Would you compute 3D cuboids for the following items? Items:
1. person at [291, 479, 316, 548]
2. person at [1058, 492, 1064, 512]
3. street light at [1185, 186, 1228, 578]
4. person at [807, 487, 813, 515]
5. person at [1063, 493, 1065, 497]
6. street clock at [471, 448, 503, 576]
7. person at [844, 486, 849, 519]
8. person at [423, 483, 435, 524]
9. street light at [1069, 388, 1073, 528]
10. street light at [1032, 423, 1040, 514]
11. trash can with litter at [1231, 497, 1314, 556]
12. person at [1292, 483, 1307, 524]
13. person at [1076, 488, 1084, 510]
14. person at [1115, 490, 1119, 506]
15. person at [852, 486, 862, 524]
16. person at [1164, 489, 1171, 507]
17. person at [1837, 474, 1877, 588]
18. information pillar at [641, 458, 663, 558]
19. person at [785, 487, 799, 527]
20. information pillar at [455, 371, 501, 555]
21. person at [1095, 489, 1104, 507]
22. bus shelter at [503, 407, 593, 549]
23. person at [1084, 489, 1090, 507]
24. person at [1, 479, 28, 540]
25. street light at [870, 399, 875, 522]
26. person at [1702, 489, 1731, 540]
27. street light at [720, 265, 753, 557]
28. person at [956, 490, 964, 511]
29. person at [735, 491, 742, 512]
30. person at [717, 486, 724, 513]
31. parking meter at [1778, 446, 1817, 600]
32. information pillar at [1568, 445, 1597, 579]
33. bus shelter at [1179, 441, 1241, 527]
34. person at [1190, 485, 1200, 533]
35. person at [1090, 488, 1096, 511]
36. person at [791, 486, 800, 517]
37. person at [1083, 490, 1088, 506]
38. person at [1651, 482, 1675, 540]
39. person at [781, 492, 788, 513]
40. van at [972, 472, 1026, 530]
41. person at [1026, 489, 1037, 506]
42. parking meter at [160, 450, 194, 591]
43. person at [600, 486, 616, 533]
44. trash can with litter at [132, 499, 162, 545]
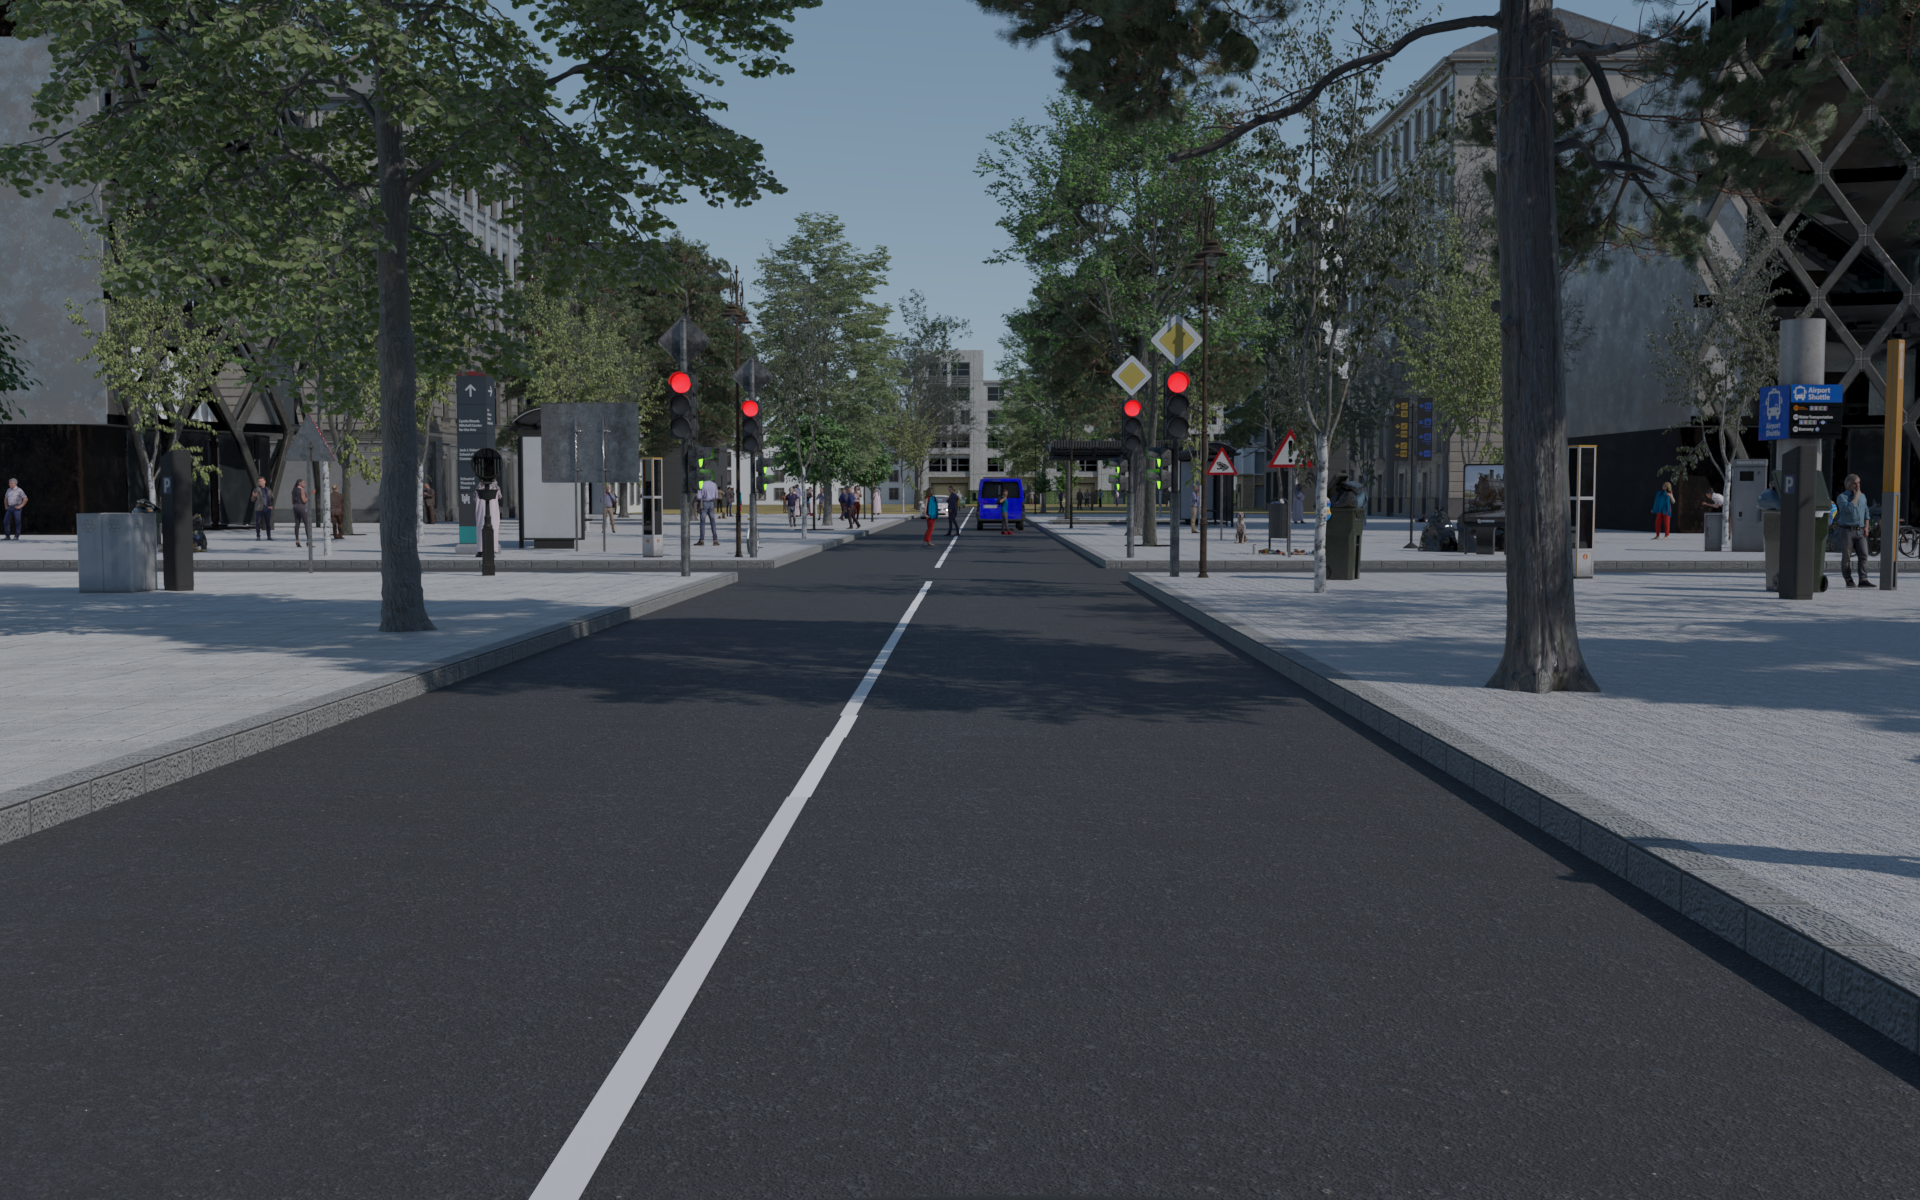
[{"bbox_3d":[-15.756,-2.086,41.617,0.593,1.643,0.415,-1,4,-10],"label":"person"},{"bbox_3d":[7.047,-6.980,121.080,0.530,1.710,0.541,1,4,14],"label":"person"},{"bbox_3d":[3.729,-3.279,26.393,0.468,5.910,1.993,0,4,1],"label":"street light"},{"bbox_3d":[-9.191,-6.096,106.378,0.621,1.740,0.551,0,4,-8],"label":"person"},{"bbox_3d":[10.779,-10.181,175.736,0.697,1.427,0.421,1,4,9],"label":"person"},{"bbox_3d":[-7.416,-1.383,27.183,0.471,2.002,0.358,-1,4,-20],"label":"street clock"},{"bbox_3d":[-5.845,-5.060,89.711,0.436,1.711,0.756,0,4,5],"label":"person"},{"bbox_3d":[-22.520,-4.075,73.357,0.565,1.739,0.600,0,4,-1],"label":"person"},{"bbox_3d":[4.159,-5.615,64.600,0.468,5.910,1.993,0,4,1],"label":"street light"},{"bbox_3d":[4.747,-8.335,109.063,0.468,5.910,1.993,0,4,1],"label":"street light"},{"bbox_3d":[6.943,-1.551,36.418,1.678,1.210,2.233,-3,5,-40],"label":"trash can with litter"},{"bbox_3d":[14.665,-4.176,74.985,0.621,1.740,0.551,2,4,35],"label":"person"},{"bbox_3d":[9.780,-8.204,140.732,0.990,1.755,0.434,-3,5,-45],"label":"person"},{"bbox_3d":[16.282,-10.592,180.155,0.436,1.711,0.756,1,4,16],"label":"person"},{"bbox_3d":[-4.427,-4.095,74.452,0.517,1.644,0.566,1,4,16],"label":"person"},{"bbox_3d":[21.143,-10.316,175.263,0.990,1.755,0.434,-1,4,-12],"label":"person"},{"bbox_3d":[12.245,-0.944,23.682,0.499,1.552,0.429,1,4,14],"label":"person"},{"bbox_3d":[-6.218,-1.866,35.005,0.304,2.012,0.304,2,4,31],"label":"information pillar"},{"bbox_3d":[-6.423,-3.580,66.783,0.569,1.553,0.471,2,4,35],"label":"person"},{"bbox_3d":[-10.280,-2.903,36.849,0.750,3.857,0.750,0,4,2],"label":"information pillar"},{"bbox_3d":[13.698,-9.999,169.514,0.705,1.826,1.348,-2,4,-32],"label":"person"},{"bbox_3d":[-9.541,-2.998,42.945,2.014,3.302,5.546,0,4,1],"label":"bus shelter"},{"bbox_3d":[13.031,-10.390,176.450,0.617,1.759,0.750,1,4,23],"label":"person"},{"bbox_3d":[-26.287,-2.513,48.072,0.756,1.711,0.436,2,4,25],"label":"person"},{"bbox_3d":[-4.039,-6.533,79.595,0.468,5.910,1.993,0,4,1],"label":"street light"},{"bbox_3d":[21.103,-2.380,48.150,0.799,1.438,0.628,1,4,12],"label":"person"},{"bbox_3d":[-4.512,-3.813,35.131,0.468,5.910,1.993,0,4,1],"label":"street light"},{"bbox_3d":[-0.186,-8.344,145.652,1.217,1.736,0.721,-2,4,-34],"label":"person"},{"bbox_3d":[-11.418,-5.003,89.547,0.444,1.614,0.593,1,4,18],"label":"person"},{"bbox_3d":[-16.519,-6.911,119.052,1.348,1.823,0.705,1,4,10],"label":"person"},{"bbox_3d":[10.204,-0.942,21.107,0.255,1.863,0.399,0,4,-5],"label":"parking meter"},{"bbox_3d":[9.402,-1.330,26.240,0.304,2.012,0.304,-1,4,-14],"label":"information pillar"},{"bbox_3d":[9.828,-4.604,69.207,2.014,3.302,5.546,0,4,1],"label":"bus shelter"},{"bbox_3d":[7.712,-2.973,56.720,0.319,1.574,0.516,1,4,18],"label":"person"},{"bbox_3d":[10.333,-7.829,134.599,0.434,1.755,0.990,0,4,-1],"label":"person"},{"bbox_3d":[-9.115,-5.413,95.215,0.621,1.740,0.551,1,4,14],"label":"person"},{"bbox_3d":[13.602,-10.998,186.579,1.217,1.735,0.721,0,4,-5],"label":"person"},{"bbox_3d":[19.702,-2.495,48.543,0.444,1.614,0.593,0,4,-7],"label":"person"},{"bbox_3d":[-11.873,-6.624,117.602,0.557,1.426,1.065,2,4,33],"label":"person"},{"bbox_3d":[1.605,-4.005,69.865,2.240,2.365,5.245,0,4,0],"label":"van"},{"bbox_3d":[7.443,-10.659,180.312,1.348,1.824,0.705,1,4,11],"label":"person"},{"bbox_3d":[-10.391,-1.056,22.980,0.399,1.863,0.255,3,5,39],"label":"parking meter"},{"bbox_3d":[-11.616,-3.003,57.209,0.516,1.574,0.319,0,4,-7],"label":"person"},{"bbox_3d":[-18.720,-1.779,40.466,0.624,1.170,1.055,3,4,36],"label":"trash can with litter"}]
